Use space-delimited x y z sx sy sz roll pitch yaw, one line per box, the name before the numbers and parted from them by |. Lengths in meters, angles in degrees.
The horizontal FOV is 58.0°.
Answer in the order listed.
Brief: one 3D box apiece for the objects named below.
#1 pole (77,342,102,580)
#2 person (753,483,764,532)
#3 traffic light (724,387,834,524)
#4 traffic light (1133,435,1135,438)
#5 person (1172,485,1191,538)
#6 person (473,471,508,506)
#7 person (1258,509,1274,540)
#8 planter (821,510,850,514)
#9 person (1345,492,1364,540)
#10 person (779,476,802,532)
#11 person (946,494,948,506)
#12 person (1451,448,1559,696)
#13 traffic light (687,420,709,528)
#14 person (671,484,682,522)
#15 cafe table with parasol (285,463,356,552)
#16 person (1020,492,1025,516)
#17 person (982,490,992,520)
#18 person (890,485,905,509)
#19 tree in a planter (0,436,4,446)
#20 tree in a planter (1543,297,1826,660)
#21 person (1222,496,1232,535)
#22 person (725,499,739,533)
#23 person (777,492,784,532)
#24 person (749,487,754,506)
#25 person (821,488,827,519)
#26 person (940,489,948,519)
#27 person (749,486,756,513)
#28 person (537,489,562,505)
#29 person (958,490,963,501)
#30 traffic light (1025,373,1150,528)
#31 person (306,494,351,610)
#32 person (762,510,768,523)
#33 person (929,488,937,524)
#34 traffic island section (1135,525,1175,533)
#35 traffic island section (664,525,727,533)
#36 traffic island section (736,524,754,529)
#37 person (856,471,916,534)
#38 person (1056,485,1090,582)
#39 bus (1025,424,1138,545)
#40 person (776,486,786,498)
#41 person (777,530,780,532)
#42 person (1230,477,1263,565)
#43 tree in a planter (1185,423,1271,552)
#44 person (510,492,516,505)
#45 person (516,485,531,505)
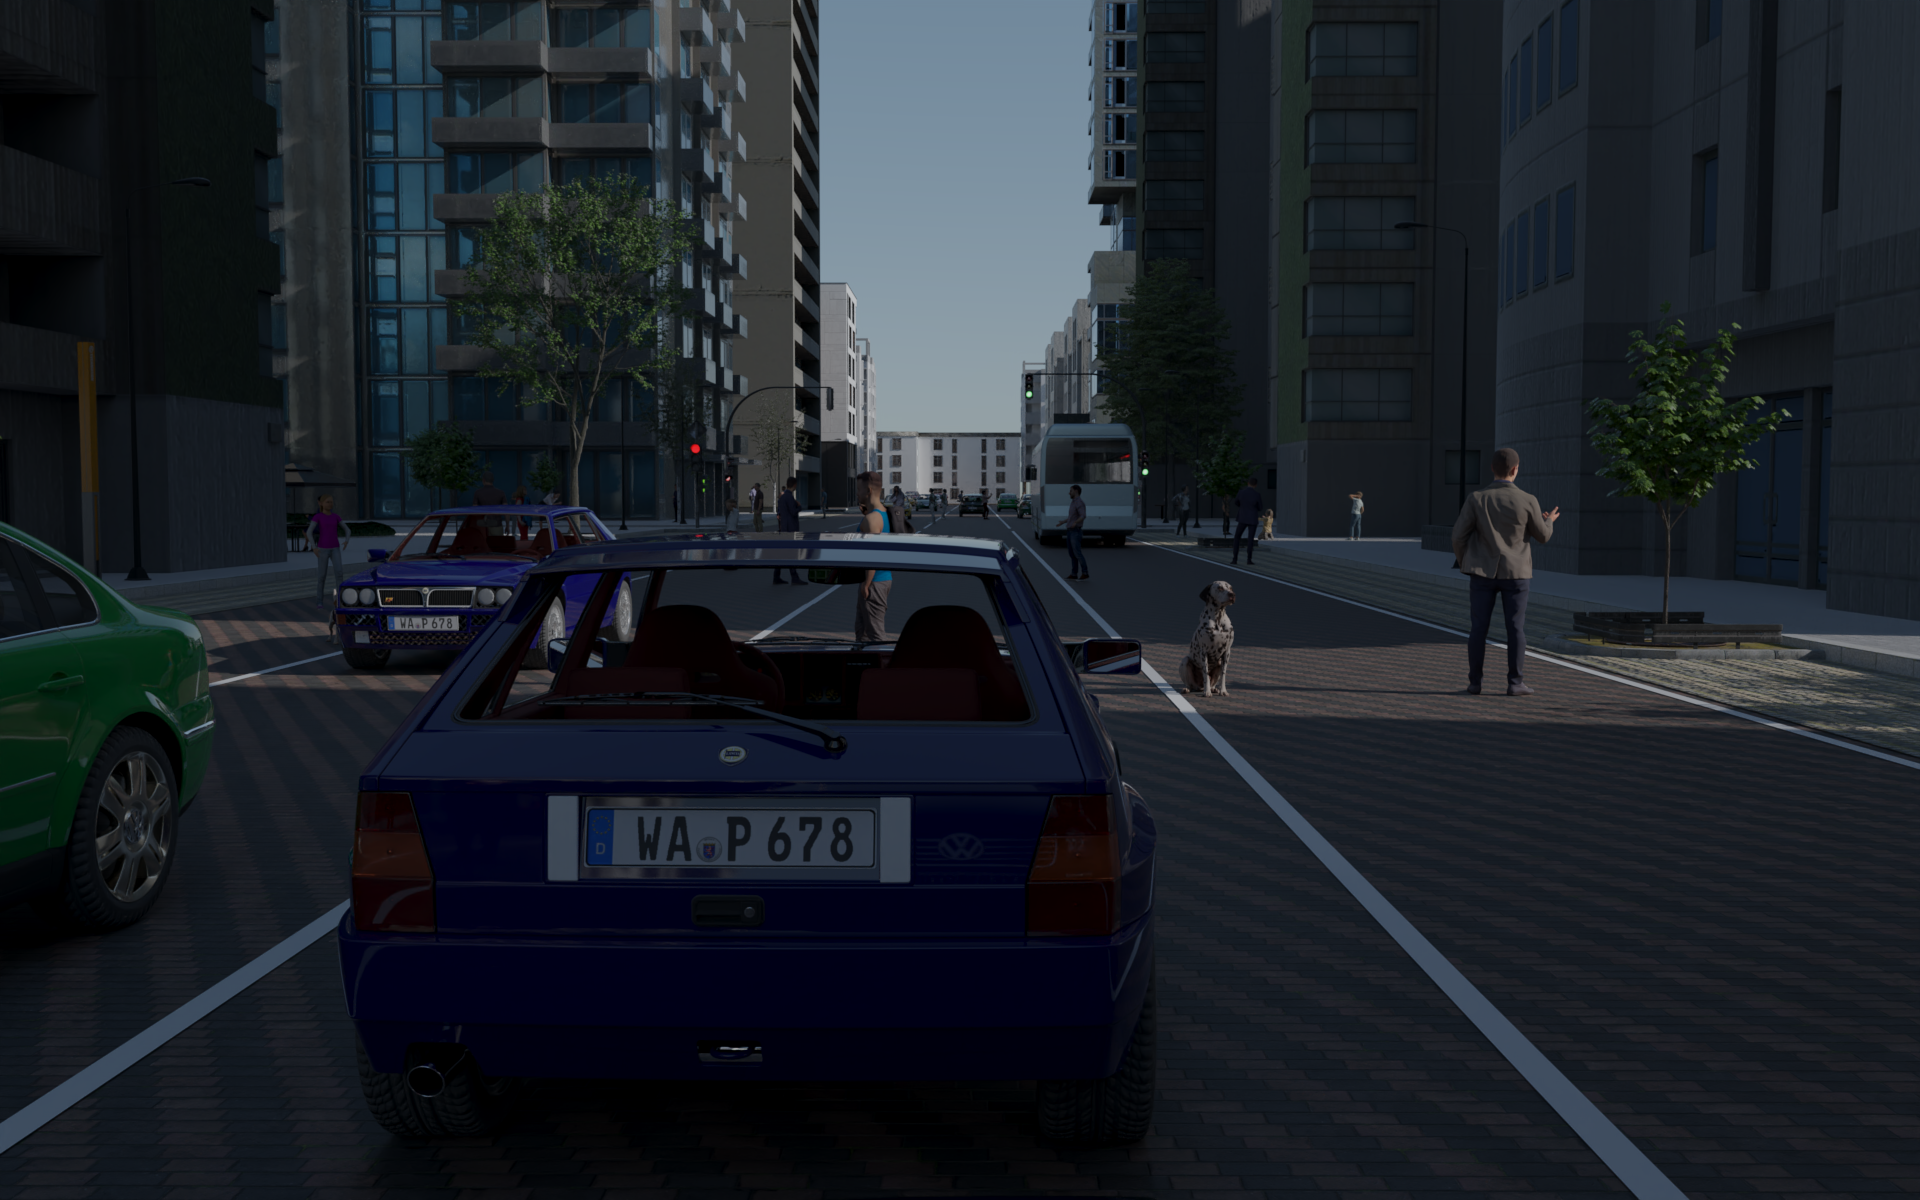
pole | -11.735 -1.805 23.351 0.158 3.312 0.155 0 3 0
person | -6.765 -3.007 57.786 0.434 1.807 0.598 0 4 -8
traffic light | -7.720 -6.029 73.238 4.771 5.953 1.251 0 4 1
traffic light | 6.968 -5.147 73.081 0.839 4.253 0.868 0 4 1
person | 7.297 -2.897 56.587 0.841 1.734 0.376 -3 4 -37
person | -7.785 -1.233 28.790 0.598 1.807 0.434 -1 4 -9
person | 8.530 -2.111 48.490 0.347 0.859 0.695 -1 4 -20
planter | -9.037 -6.391 125.638 1.991 0.319 1.994 0 4 1
person | 10.950 -2.331 48.060 0.435 1.345 0.340 -3 5 -42
person | -2.688 -1.099 27.392 0.530 1.710 0.541 -1 4 -13
person | -1.711 -12.273 210.109 0.756 1.711 0.436 3 5 40
person | 3.946 -0.213 12.509 0.617 1.759 0.750 2 4 33
traffic light | -9.888 -4.668 65.237 0.839 4.253 0.868 0 4 1
person | -12.822 -4.372 78.223 0.576 1.737 0.504 2 4 33
cafe table with parasol | -14.795 -2.057 38.504 2.610 1.966 2.610 -1 4 -19
person | 4.130 -6.196 112.013 0.429 1.552 0.499 0 4 -4
person | 1.522 -5.361 97.612 0.566 1.644 0.517 3 5 40
person | -2.230 -3.236 62.070 0.551 1.740 0.621 0 4 -1
tree in a planter | -10.072 -1.154 16.085 1.991 3.239 1.994 0 4 1
tree in a planter | 6.468 -1.135 15.786 1.991 3.239 1.994 0 4 1
person | 8.419 -2.725 54.505 0.340 1.345 0.435 0 4 7
person | -4.318 -1.235 32.606 0.340 1.345 0.435 -1 4 -18
person | -5.320 -2.518 52.357 0.574 1.496 0.600 -1 4 -23
person | -14.098 -6.815 118.190 0.841 1.734 0.376 -2 4 -34
person | -7.992 -5.663 101.219 0.434 1.807 0.598 2 4 25
person | -0.922 -5.514 99.384 0.376 1.734 0.841 1 4 19
person | -13.616 -6.637 114.424 0.709 1.838 0.599 -1 4 -20
person | -12.238 -2.598 51.708 0.799 1.438 0.628 0 4 -5
person | 0.093 -8.057 140.958 0.376 1.734 0.841 2 4 26
traffic light | 4.800 -5.523 64.974 4.771 5.953 1.251 0 4 1
person | -7.759 -0.595 21.470 0.726 1.435 0.776 -3 5 -43
person | -9.845 -4.235 85.674 0.695 0.859 0.347 -3 4 -38
person | -1.337 -4.590 84.277 0.376 1.734 0.841 1 4 14
traffic island section | 6.933 -2.626 65.209 2.009 0.180 2.903 0 4 1
traffic island section | -9.928 -2.636 65.372 2.009 0.180 2.903 0 4 1
traffic island section | -9.853 -3.124 73.357 2.009 0.180 2.903 0 4 1
person | -0.656 -0.132 12.530 0.662 1.594 0.647 0 4 -4
person | 1.879 -1.104 28.510 0.435 1.587 0.963 -1 4 -17
bus | 3.520 -3.491 51.944 2.948 3.499 13.247 0 4 1
person | -8.812 -4.743 85.917 0.599 1.838 0.709 -1 4 -8
person | -6.447 -2.954 65.080 0.655 0.850 0.859 -3 5 -40
person | 5.802 -1.596 35.035 0.683 1.767 0.568 1 4 18
tree in a planter | 6.736 -2.851 43.832 1.991 3.239 1.994 0 4 1
person | -13.569 -2.623 52.832 0.340 1.345 0.435 -3 5 -41
person | -9.299 -1.636 36.954 0.444 1.614 0.593 2 4 25
